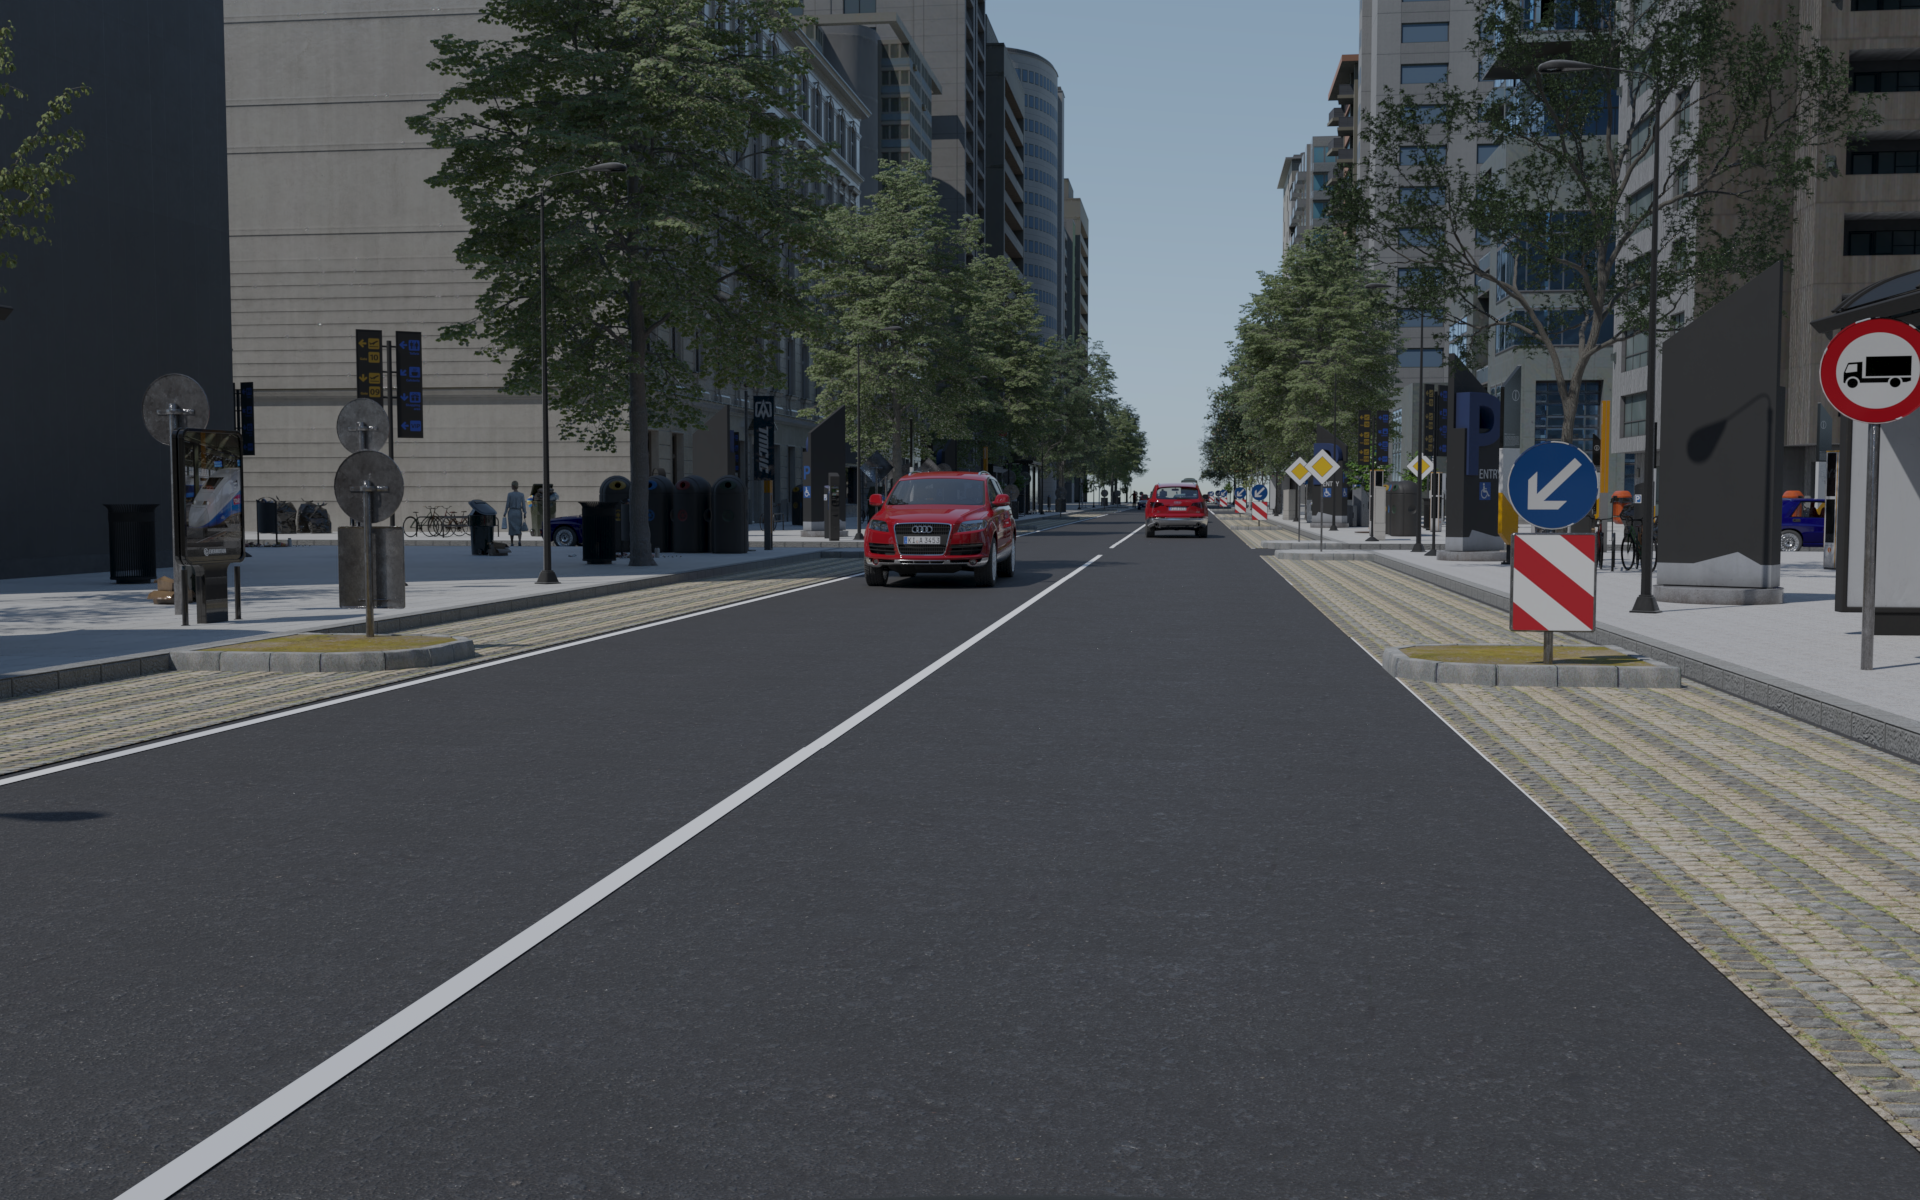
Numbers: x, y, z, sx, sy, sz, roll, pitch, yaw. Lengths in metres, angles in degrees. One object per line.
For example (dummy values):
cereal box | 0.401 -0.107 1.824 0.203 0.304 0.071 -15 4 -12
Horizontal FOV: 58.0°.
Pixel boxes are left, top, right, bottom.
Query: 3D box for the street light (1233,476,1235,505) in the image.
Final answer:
street light | 22.520 -10.043 136.750 1.470 5.913 1.316 0 4 8

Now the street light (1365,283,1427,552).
street light | 9.608 -4.017 38.219 1.470 5.913 1.316 0 4 8

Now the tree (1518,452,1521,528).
tree | 20.948 -4.367 66.000 1.663 3.219 1.824 0 3 0

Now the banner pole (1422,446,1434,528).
banner pole | 17.659 -4.581 64.917 0.401 3.779 0.863 -1 4 -13

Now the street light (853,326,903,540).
street light | -2.282 -4.627 48.186 1.470 5.913 1.316 0 4 8

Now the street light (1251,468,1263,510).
street light | 17.664 -7.769 99.557 1.470 5.913 1.316 0 4 8

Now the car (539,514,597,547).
car | -8.893 -1.996 45.212 3.894 1.354 1.945 0 4 7

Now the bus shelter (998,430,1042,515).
bus shelter | 3.613 -7.953 107.662 2.179 5.291 8.768 0 4 7

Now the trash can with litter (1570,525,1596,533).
trash can with litter | 18.118 -2.394 50.537 1.055 1.170 0.624 0 4 2

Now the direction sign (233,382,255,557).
direction sign | -14.633 -2.642 35.191 0.876 3.537 0.379 2 4 28

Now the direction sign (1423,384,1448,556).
direction sign | 9.837 -2.684 35.878 0.876 3.537 0.379 -3 5 -44

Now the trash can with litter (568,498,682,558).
trash can with litter | -6.902 -1.471 35.109 2.233 1.210 1.678 2 4 27

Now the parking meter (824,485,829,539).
parking meter | -3.728 -2.538 49.914 0.372 1.533 0.369 0 3 0

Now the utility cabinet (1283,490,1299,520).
utility cabinet | 16.185 -4.649 84.693 0.318 1.500 1.173 3 4 36

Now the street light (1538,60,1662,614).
street light | 6.888 -2.820 18.649 1.470 5.913 1.316 0 4 8

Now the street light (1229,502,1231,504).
street light | 25.363 -11.251 156.495 1.470 5.913 1.316 0 4 8

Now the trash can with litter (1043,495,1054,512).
trash can with litter | 6.387 -6.751 121.430 1.678 1.210 2.233 1 4 8

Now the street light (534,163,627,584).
street light | -5.357 -3.178 24.496 1.470 5.913 1.316 0 4 8

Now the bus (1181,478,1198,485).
bus | 35.050 -16.703 264.638 2.896 3.916 12.252 0 4 8

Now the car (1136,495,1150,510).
car | 17.195 -8.957 159.025 1.945 1.354 3.894 0 4 7

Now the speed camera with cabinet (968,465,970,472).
speed camera with cabinet | 0.203 -7.585 118.357 0.660 3.252 2.038 -1 4 -20

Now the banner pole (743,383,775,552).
banner pole | -4.544 -2.981 38.751 0.863 3.779 0.401 0 4 -2

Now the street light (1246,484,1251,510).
street light | 20.385 -9.004 119.760 1.470 5.913 1.316 0 4 8

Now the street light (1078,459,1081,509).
street light | 7.862 -9.271 124.126 1.470 5.913 1.316 0 4 8

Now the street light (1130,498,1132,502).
street light | 21.415 -15.480 225.636 1.470 5.913 1.316 0 4 8

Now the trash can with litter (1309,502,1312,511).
trash can with litter | 14.637 -3.566 69.688 1.055 1.170 0.624 0 4 -5

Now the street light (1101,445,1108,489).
street light | 13.191 -11.688 163.641 1.470 5.913 1.316 0 4 8

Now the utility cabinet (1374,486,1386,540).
utility cabinet | 11.714 -2.422 48.277 0.318 1.500 1.173 1 4 13

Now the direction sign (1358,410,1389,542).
direction sign | 11.181 -3.358 46.896 0.876 3.537 0.379 -1 4 -12

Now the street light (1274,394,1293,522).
street light | 15.011 -6.571 79.977 1.470 5.913 1.316 0 4 8

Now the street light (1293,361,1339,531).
street light | 12.512 -5.372 60.378 1.470 5.913 1.316 0 4 8

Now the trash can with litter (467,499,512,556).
trash can with litter | -9.801 -1.519 36.222 1.055 1.170 0.624 2 4 35

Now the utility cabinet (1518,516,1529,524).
utility cabinet | 23.697 -3.922 72.797 1.173 1.500 0.318 -1 4 -22

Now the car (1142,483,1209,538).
car | 7.262 -3.038 58.339 2.281 1.827 5.304 0 4 6

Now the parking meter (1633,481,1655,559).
parking meter | 13.450 -1.569 34.072 0.372 1.533 0.369 0 3 0

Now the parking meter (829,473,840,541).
parking meter | -3.437 -2.543 47.292 0.255 1.863 0.399 -1 4 -13

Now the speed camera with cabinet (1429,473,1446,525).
speed camera with cabinet | 20.045 -4.782 72.527 0.660 3.252 2.038 1 4 20

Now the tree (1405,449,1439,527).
tree | 17.836 -4.446 67.294 1.663 3.219 1.824 0 3 0

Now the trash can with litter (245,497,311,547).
trash can with litter | -17.143 -1.901 42.133 2.233 1.210 1.678 1 4 12

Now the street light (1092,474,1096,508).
street light | 10.475 -10.491 144.070 1.470 5.913 1.316 0 4 8

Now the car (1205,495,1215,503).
car | 38.875 -15.922 270.110 2.009 1.686 4.222 0 4 7

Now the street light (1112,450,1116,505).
street light | 15.828 -12.908 183.589 1.470 5.913 1.316 0 4 8

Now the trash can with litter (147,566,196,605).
trash can with litter | -9.057 -0.556 20.473 0.624 1.170 1.055 1 4 14

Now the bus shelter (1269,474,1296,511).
bus shelter | 21.878 -7.558 117.497 2.014 3.302 5.546 0 4 8

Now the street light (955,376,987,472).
street light | 0.379 -5.860 68.344 1.470 5.913 1.316 0 4 8

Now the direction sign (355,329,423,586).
direction sign | -7.897 -1.960 24.049 0.876 3.537 0.379 -2 4 -28

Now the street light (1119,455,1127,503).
street light | 18.794 -14.282 206.053 1.470 5.913 1.316 0 4 8

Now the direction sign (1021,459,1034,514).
direction sign | 4.362 -7.364 112.404 0.876 3.537 0.379 -1 4 -19

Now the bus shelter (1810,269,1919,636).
bus shelter | 8.450 -1.175 13.130 2.014 3.302 5.546 0 4 8

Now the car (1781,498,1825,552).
car | 20.731 -1.738 41.003 3.894 1.354 1.945 1 4 8

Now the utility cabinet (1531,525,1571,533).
utility cabinet | 16.281 -2.236 47.718 1.020 1.237 0.306 1 4 23

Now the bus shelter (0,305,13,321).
bus shelter | -9.405 -1.117 12.188 2.014 3.302 5.546 0 4 7

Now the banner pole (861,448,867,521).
banner pole | -4.559 -5.661 82.580 0.401 3.779 0.863 1 4 14

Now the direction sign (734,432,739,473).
direction sign | -8.364 -4.360 63.288 0.876 3.537 0.379 3 5 41

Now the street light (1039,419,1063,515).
street light | 5.657 -8.263 107.645 1.470 5.913 1.316 0 4 8

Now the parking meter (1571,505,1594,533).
parking meter | 11.961 -1.684 33.252 0.399 1.863 0.255 1 4 17

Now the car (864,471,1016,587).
car | -0.249 -1.216 28.553 2.281 1.827 5.304 0 4 7
